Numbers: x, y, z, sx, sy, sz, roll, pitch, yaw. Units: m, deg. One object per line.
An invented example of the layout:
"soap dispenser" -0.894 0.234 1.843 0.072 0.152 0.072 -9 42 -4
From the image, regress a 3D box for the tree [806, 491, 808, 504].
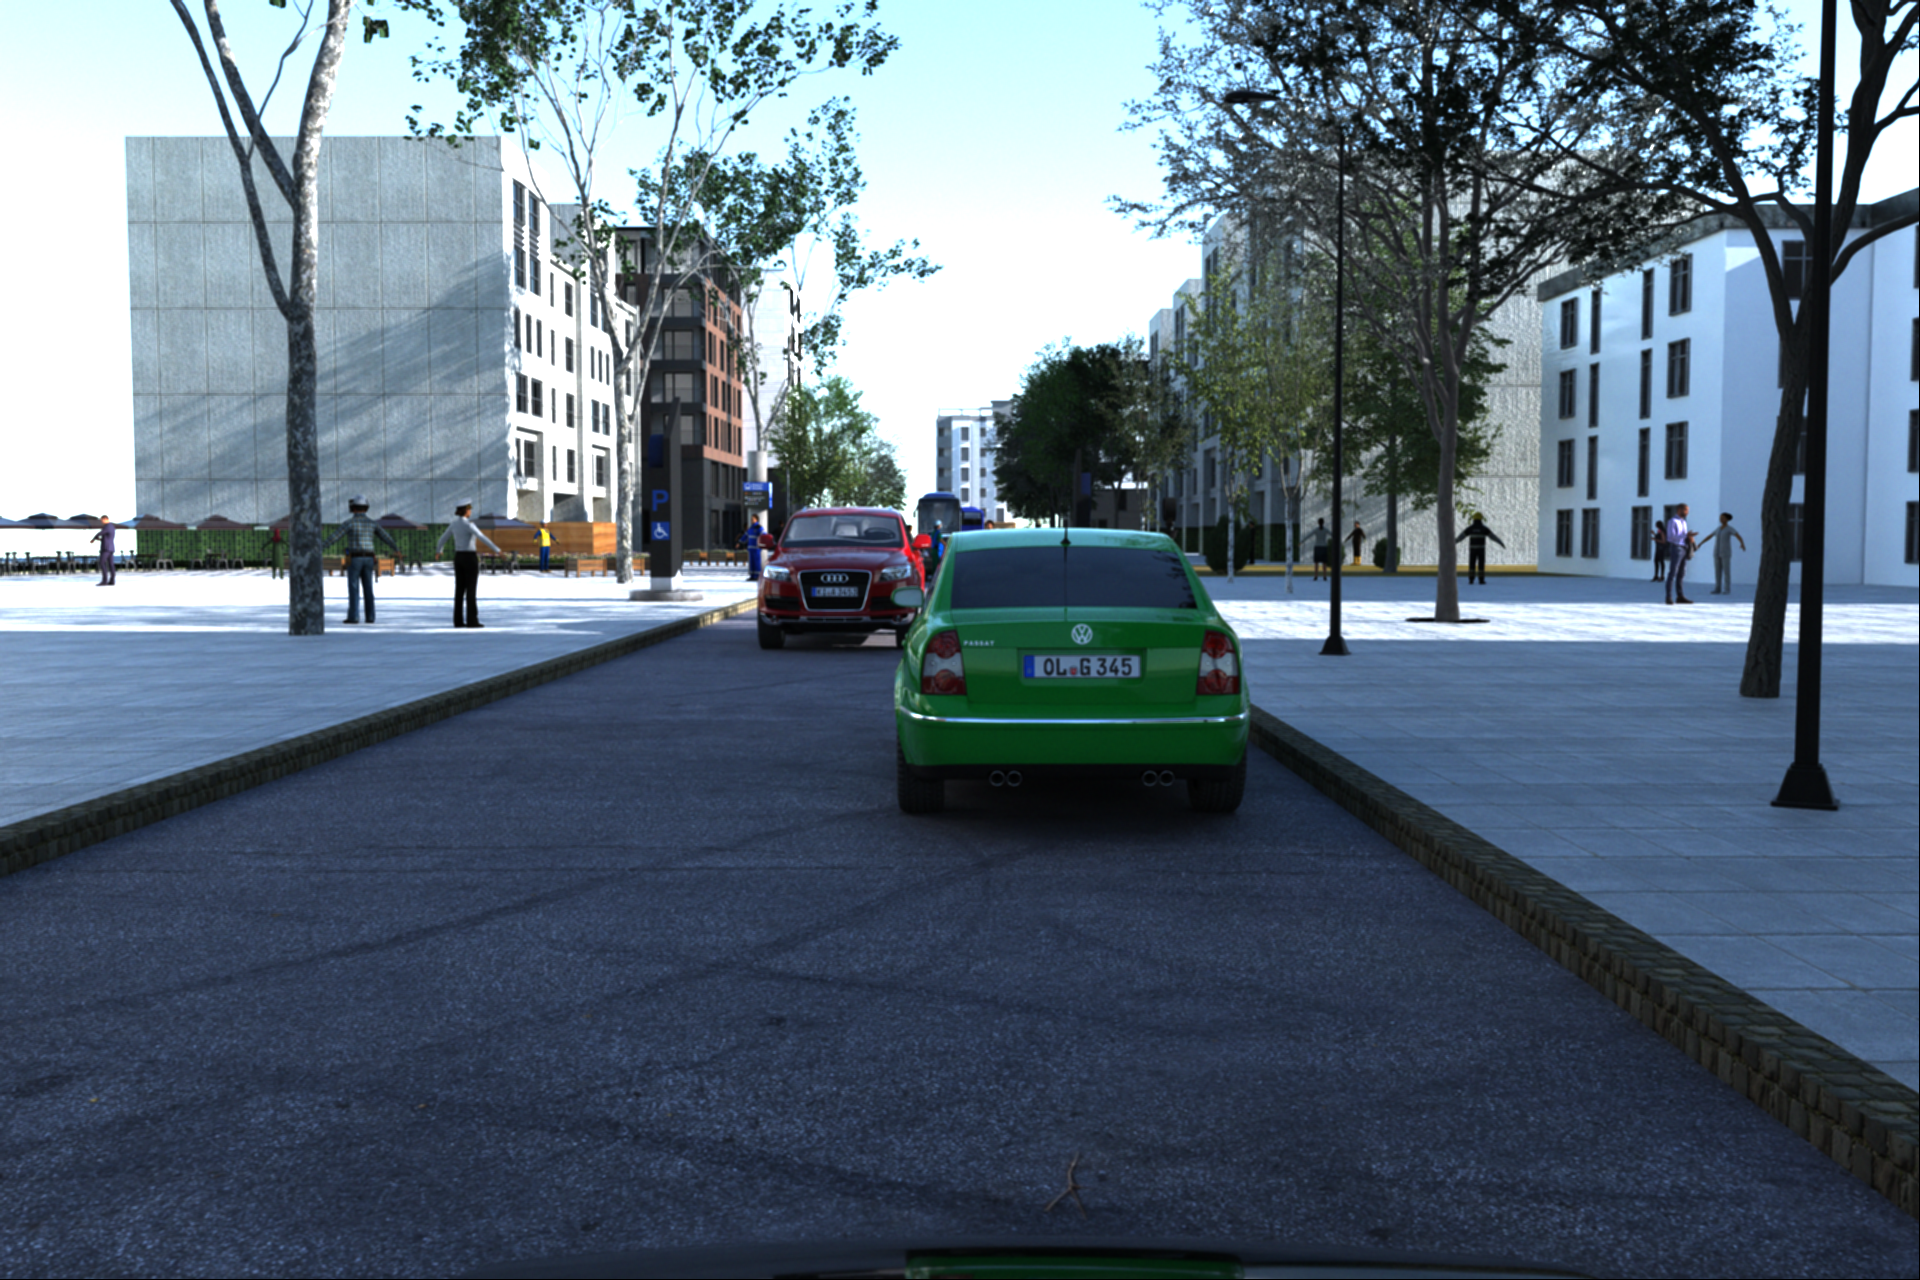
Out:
"tree" -22.955 -17.870 242.532 4.737 8.622 4.395 0 3 0

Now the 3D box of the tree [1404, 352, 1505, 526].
"tree" 19.238 -7.226 68.513 4.737 8.622 4.395 0 3 0

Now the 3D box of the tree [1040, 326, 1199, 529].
"tree" 7.196 -8.713 76.868 7.601 10.594 8.767 -3 5 -40

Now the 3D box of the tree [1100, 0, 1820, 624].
"tree" 7.013 -7.009 24.960 12.009 13.543 11.850 0 3 0

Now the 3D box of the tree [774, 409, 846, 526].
"tree" -8.774 -9.104 99.206 4.737 8.622 4.395 0 3 0

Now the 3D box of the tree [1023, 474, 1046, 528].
"tree" 7.036 -12.382 152.803 4.737 8.622 4.395 0 3 0

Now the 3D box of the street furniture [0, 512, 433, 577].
"street furniture" -31.170 -3.377 60.239 14.083 1.986 27.439 1 4 19

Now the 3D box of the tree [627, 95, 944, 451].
"tree" -7.410 -13.368 74.451 12.611 20.169 13.585 0 3 0

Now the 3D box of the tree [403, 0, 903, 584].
"tree" -8.023 -11.453 43.150 12.611 20.169 13.585 0 3 0

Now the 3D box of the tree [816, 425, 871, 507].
"tree" -8.140 -10.212 117.334 4.737 8.622 4.395 0 3 0

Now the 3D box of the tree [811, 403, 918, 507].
"tree" -9.001 -15.172 158.432 12.009 13.543 11.850 0 3 0

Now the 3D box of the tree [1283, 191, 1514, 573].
"tree" 14.345 -8.535 57.667 7.486 12.596 7.792 0 3 0

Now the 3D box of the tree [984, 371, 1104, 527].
"tree" 6.955 -13.782 131.991 9.857 13.997 8.962 0 3 0

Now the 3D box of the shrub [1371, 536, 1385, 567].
"shrub" 15.869 -3.281 64.755 1.383 1.207 1.383 0 3 0

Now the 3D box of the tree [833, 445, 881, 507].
"tree" -8.919 -11.486 138.153 4.360 8.622 3.978 0 3 0

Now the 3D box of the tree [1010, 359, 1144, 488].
"tree" 6.918 -10.616 99.325 9.928 11.665 9.643 0 3 0

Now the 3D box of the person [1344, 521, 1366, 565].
"person" 16.388 -4.006 71.634 0.704 1.812 1.346 -2 4 -25

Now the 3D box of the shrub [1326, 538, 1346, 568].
"shrub" 13.998 -3.300 65.072 1.383 1.207 1.383 0 3 0

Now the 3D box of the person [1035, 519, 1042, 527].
"person" 3.043 -3.772 67.447 1.354 1.856 0.705 0 4 7

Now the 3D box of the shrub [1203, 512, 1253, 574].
"shrub" 8.584 -3.128 55.566 1.690 2.028 1.600 0 3 0

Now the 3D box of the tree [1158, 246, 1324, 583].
"tree" 7.348 -5.801 45.212 4.737 8.622 4.395 0 3 0

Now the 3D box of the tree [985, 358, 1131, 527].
"tree" 6.783 -12.769 119.135 12.009 13.543 11.850 0 3 0

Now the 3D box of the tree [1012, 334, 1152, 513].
"tree" 6.539 -10.006 89.354 9.928 11.665 9.643 0 3 0

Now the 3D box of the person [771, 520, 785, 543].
"person" -6.679 -3.578 64.729 1.346 1.802 0.704 0 4 3

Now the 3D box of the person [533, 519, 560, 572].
"person" -13.897 -3.161 58.142 0.721 1.772 1.216 2 4 29

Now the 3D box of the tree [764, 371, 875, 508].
"tree" -8.913 -11.252 109.719 9.928 11.665 9.643 0 3 0

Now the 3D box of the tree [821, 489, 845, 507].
"tree" -17.643 -17.892 242.900 4.737 8.622 4.395 0 3 0

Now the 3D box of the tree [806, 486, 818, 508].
"tree" -24.346 -19.846 250.236 9.928 11.665 9.643 0 3 0

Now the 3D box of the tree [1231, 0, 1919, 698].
"tree" 6.308 -4.807 13.014 8.767 10.594 7.601 0 4 -2

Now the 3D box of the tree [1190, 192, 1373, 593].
"tree" 7.260 -5.336 37.605 4.360 8.622 3.978 0 3 0

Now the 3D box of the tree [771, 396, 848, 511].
"tree" -8.187 -8.611 91.147 4.737 8.622 4.395 0 3 0

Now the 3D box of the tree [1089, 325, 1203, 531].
"tree" 6.315 -6.829 62.017 4.360 8.622 3.978 0 3 0

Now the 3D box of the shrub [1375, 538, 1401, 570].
"shrub" 15.256 -3.093 61.688 1.383 1.207 1.383 0 3 0

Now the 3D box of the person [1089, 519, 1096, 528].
"person" 4.590 -3.261 59.451 0.705 1.813 1.348 -1 4 -20

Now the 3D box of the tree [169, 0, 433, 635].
"tree" -9.331 -10.198 22.624 12.611 20.169 13.585 0 3 0

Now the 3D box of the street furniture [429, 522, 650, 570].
"street furniture" -14.592 -3.481 63.765 11.010 1.723 9.812 0 4 0

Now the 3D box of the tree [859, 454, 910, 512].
"tree" -10.686 -19.977 244.749 7.486 12.596 7.792 0 3 0

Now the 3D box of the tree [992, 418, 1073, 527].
"tree" 6.441 -13.866 144.837 7.486 12.596 7.792 0 3 0
